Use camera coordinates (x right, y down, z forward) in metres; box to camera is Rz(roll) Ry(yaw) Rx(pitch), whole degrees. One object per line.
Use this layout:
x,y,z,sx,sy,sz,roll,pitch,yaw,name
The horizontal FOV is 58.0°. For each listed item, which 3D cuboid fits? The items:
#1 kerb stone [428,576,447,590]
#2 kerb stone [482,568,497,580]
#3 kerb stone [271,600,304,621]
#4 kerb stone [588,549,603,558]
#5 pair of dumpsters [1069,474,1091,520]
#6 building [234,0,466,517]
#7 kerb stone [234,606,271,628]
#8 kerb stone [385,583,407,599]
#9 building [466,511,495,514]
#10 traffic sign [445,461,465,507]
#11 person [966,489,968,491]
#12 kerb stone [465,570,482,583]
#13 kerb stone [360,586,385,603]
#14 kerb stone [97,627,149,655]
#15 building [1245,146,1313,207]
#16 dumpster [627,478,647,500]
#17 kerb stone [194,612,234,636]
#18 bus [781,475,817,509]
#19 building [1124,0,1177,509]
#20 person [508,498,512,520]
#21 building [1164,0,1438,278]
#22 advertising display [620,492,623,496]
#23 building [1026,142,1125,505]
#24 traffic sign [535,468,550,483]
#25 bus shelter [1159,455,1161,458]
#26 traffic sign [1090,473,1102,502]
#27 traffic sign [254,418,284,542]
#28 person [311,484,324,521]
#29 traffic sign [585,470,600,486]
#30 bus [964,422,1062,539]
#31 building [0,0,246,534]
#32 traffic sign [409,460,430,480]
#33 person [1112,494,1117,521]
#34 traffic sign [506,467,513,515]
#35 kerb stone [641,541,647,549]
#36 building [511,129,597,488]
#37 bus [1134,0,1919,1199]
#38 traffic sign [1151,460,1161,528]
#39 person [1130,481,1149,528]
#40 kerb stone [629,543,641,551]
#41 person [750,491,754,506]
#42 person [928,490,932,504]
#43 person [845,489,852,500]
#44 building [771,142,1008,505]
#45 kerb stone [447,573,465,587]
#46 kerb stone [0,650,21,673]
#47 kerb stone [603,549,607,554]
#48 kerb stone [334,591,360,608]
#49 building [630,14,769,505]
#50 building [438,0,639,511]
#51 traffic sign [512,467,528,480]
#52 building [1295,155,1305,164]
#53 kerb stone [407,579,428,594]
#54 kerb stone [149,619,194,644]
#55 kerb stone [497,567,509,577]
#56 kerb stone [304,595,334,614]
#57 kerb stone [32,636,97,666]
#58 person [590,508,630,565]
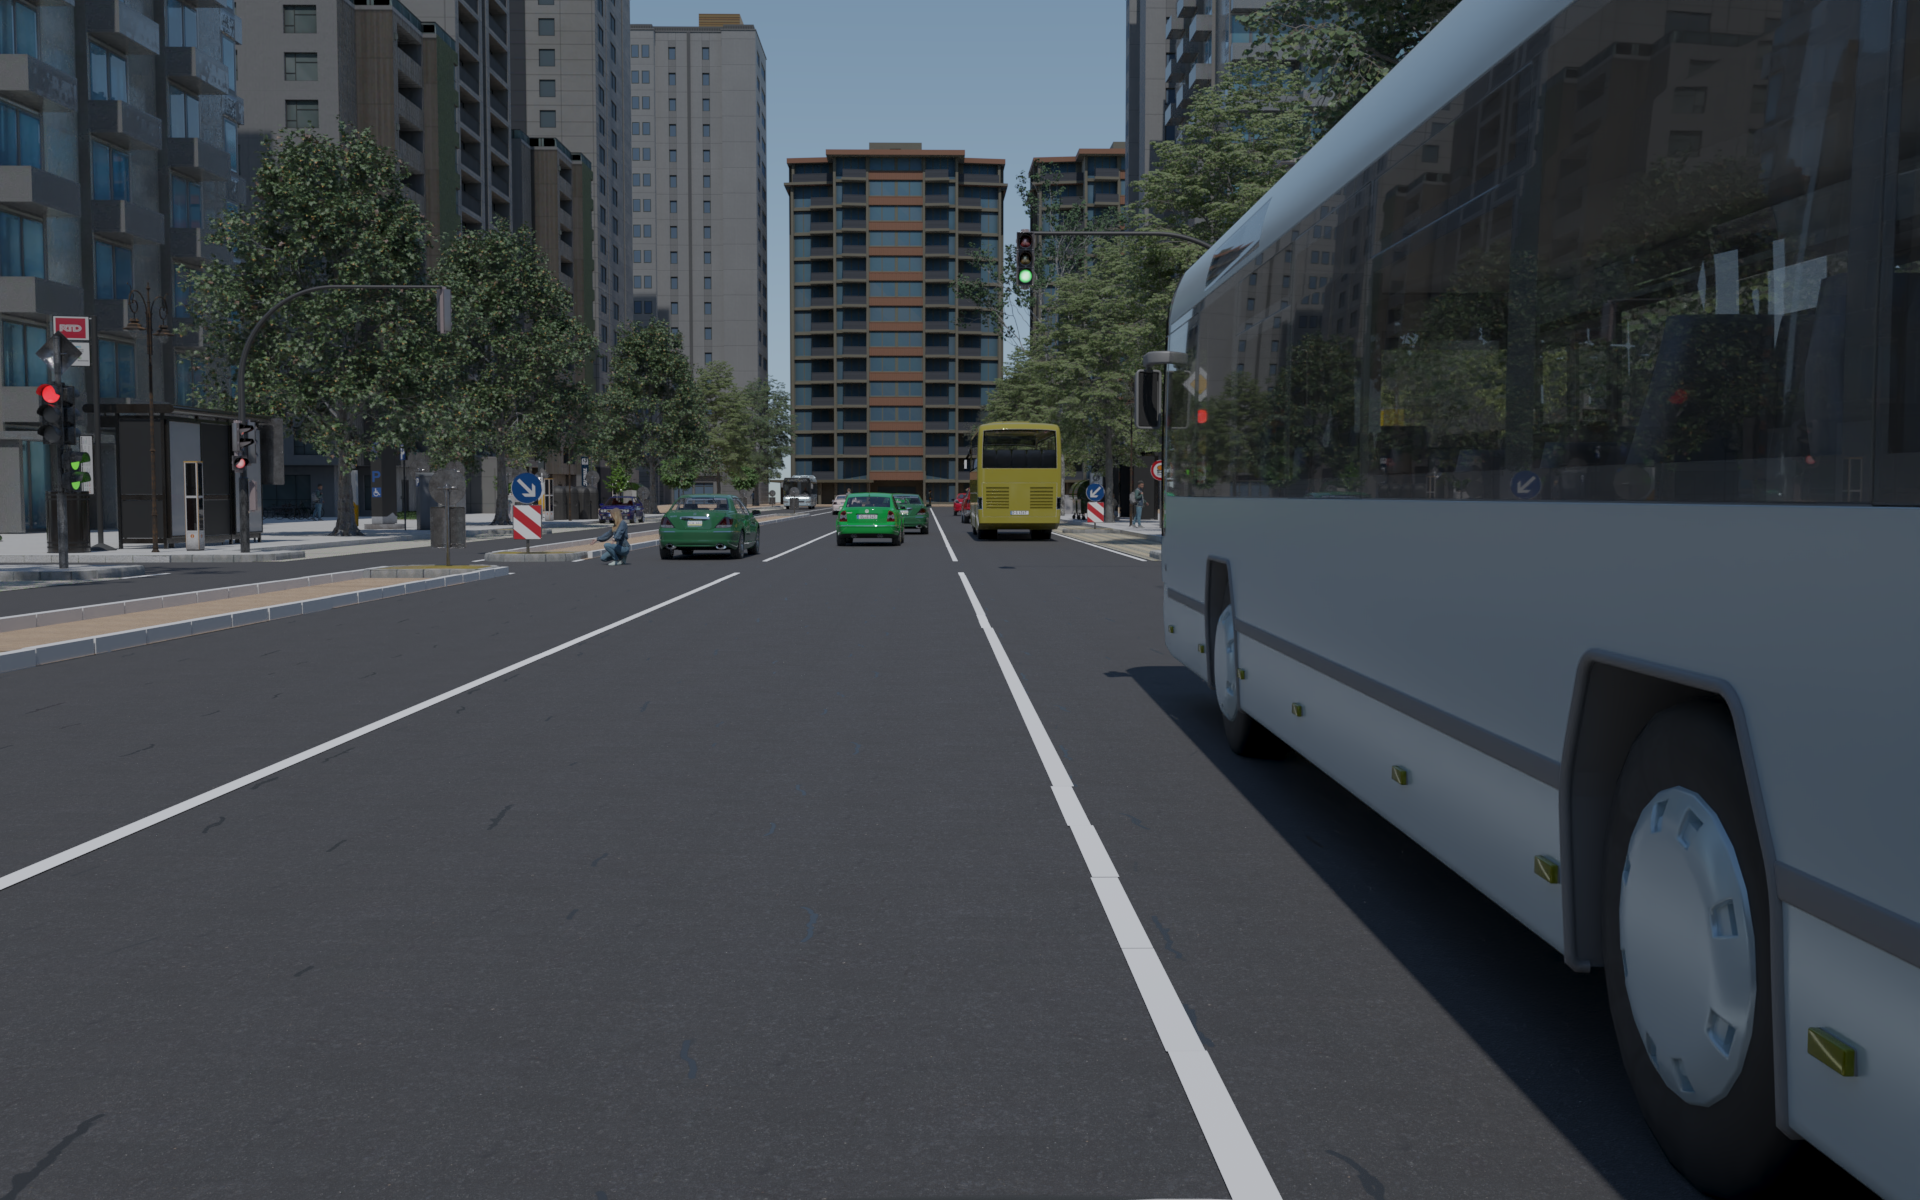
-7.990,-0.238,26.177,0.120,0.150,1.000,0,4,-1,kerb stone
-8.042,-0.431,29.244,0.120,0.150,1.000,0,4,-1,kerb stone
-7.855,0.132,20.032,0.120,0.150,1.000,0,4,-1,kerb stone
-8.256,-1.031,39.060,0.120,0.150,1.000,0,4,-1,kerb stone
6.420,-5.154,86.760,1.574,2.255,4.437,0,4,-1,pair of dumpsters
-37.927,-20.137,100.944,14.160,30.474,14.107,0,4,-1,building
-7.842,0.195,19.002,0.120,0.150,1.000,0,4,-1,kerb stone
-7.946,-0.115,24.126,0.120,0.150,1.000,0,4,-1,kerb stone
-40.746,-41.790,121.516,20.563,71.187,20.611,0,4,-1,building
-19.140,-4.007,65.623,0.768,2.556,0.104,0,4,3,traffic sign
0.469,-6.138,109.085,0.641,1.798,0.478,0,4,2,person
-8.024,-0.360,28.222,0.120,0.150,1.000,0,4,-1,kerb stone
-7.923,-0.056,23.104,0.120,0.150,1.000,0,4,-1,kerb stone
-7.771,0.383,15.932,0.120,0.150,1.000,0,4,-1,kerb stone
23.464,-15.906,101.866,13.314,21.916,24.055,0,4,-1,building
-19.632,-6.200,103.868,1.502,2.255,1.985,0,4,-1,dumpster
-7.823,0.258,17.977,0.120,0.150,1.000,0,4,-1,kerb stone
-15.264,-10.445,165.643,2.948,3.499,13.247,0,4,-2,bus
26.172,-38.036,163.883,21.231,58.520,28.212,0,4,-1,building
-21.372,-4.377,81.886,0.425,1.301,0.394,-1,4,-12,person
28.060,-31.498,134.599,23.786,49.044,30.456,0,4,-1,building
-19.553,-5.795,99.964,0.123,1.923,0.974,0,4,-7,advertising display
21.434,-34.463,218.099,28.867,44.769,22.147,0,4,-1,building
-20.864,-5.303,86.433,0.795,2.593,0.064,0,4,2,traffic sign
9.197,-4.556,68.409,2.014,3.302,5.546,0,4,-1,bus shelter
6.478,-4.907,82.362,0.606,2.300,0.079,0,4,2,traffic sign
-19.186,-3.202,46.224,2.265,3.308,0.079,0,4,-1,traffic sign
-30.661,-4.672,82.780,0.721,1.781,0.623,-3,5,-40,person
-19.818,-5.705,93.388,0.768,2.556,0.104,0,4,3,traffic sign
1.681,-4.058,57.899,2.896,3.916,12.252,0,4,-1,bus
-40.670,-27.041,61.725,23.786,49.044,30.456,0,4,-1,building
-19.937,-3.900,63.875,0.768,2.556,0.104,0,4,2,traffic sign
7.061,-4.280,80.290,0.475,1.303,0.640,-2,4,-32,person
-21.096,-4.931,80.732,0.768,2.556,0.104,0,4,-1,traffic sign
-8.382,-1.407,45.198,0.120,0.150,1.000,0,4,-1,kerb stone
-37.871,-22.535,140.149,14.160,30.474,14.107,0,4,-1,building
2.699,-0.722,6.669,2.948,3.499,13.247,0,3,0,bus
7.507,-3.956,64.782,0.768,2.556,0.104,0,4,3,traffic sign
6.711,-3.578,64.886,0.721,1.781,0.623,0,4,5,person
-8.357,-1.344,44.176,0.120,0.150,1.000,0,4,-1,kerb stone
-23.089,-11.342,193.933,1.348,1.826,0.705,3,5,43,person
-2.988,-10.173,174.459,0.705,1.869,1.348,0,4,4,person
-7.303,-6.321,112.119,0.573,1.790,0.520,3,4,38,person
-8.745,-34.494,218.593,28.867,44.769,22.147,0,4,-1,building
-8.006,-0.305,27.200,0.120,0.150,1.000,0,4,-1,kerb stone
-7.725,0.514,13.882,0.120,0.150,1.000,0,4,-1,kerb stone
-8.270,-1.094,40.082,0.120,0.150,1.000,0,4,-1,kerb stone
-7.906,0.007,22.075,0.120,0.150,1.000,0,4,-1,kerb stone
-38.403,-41.250,216.438,28.212,58.520,21.231,0,4,-1,building
-43.122,-44.496,165.766,20.611,71.187,20.563,0,4,-1,building
-20.372,-4.896,80.154,0.768,2.556,0.104,0,4,5,traffic sign
23.054,-14.799,78.120,11.583,22.565,21.152,0,4,-1,building
-7.965,-0.181,25.155,0.120,0.150,1.000,0,4,-1,kerb stone
-7.797,0.321,16.954,0.120,0.150,1.000,0,4,-1,kerb stone
-8.070,-0.485,30.279,0.120,0.150,1.000,0,4,-1,kerb stone
-7.873,0.070,21.053,0.120,0.150,1.000,0,4,-1,kerb stone
-7.754,0.446,14.904,0.120,0.150,1.000,0,4,-1,kerb stone
-6.996,-1.280,34.920,0.738,1.151,1.012,-1,4,-23,person
